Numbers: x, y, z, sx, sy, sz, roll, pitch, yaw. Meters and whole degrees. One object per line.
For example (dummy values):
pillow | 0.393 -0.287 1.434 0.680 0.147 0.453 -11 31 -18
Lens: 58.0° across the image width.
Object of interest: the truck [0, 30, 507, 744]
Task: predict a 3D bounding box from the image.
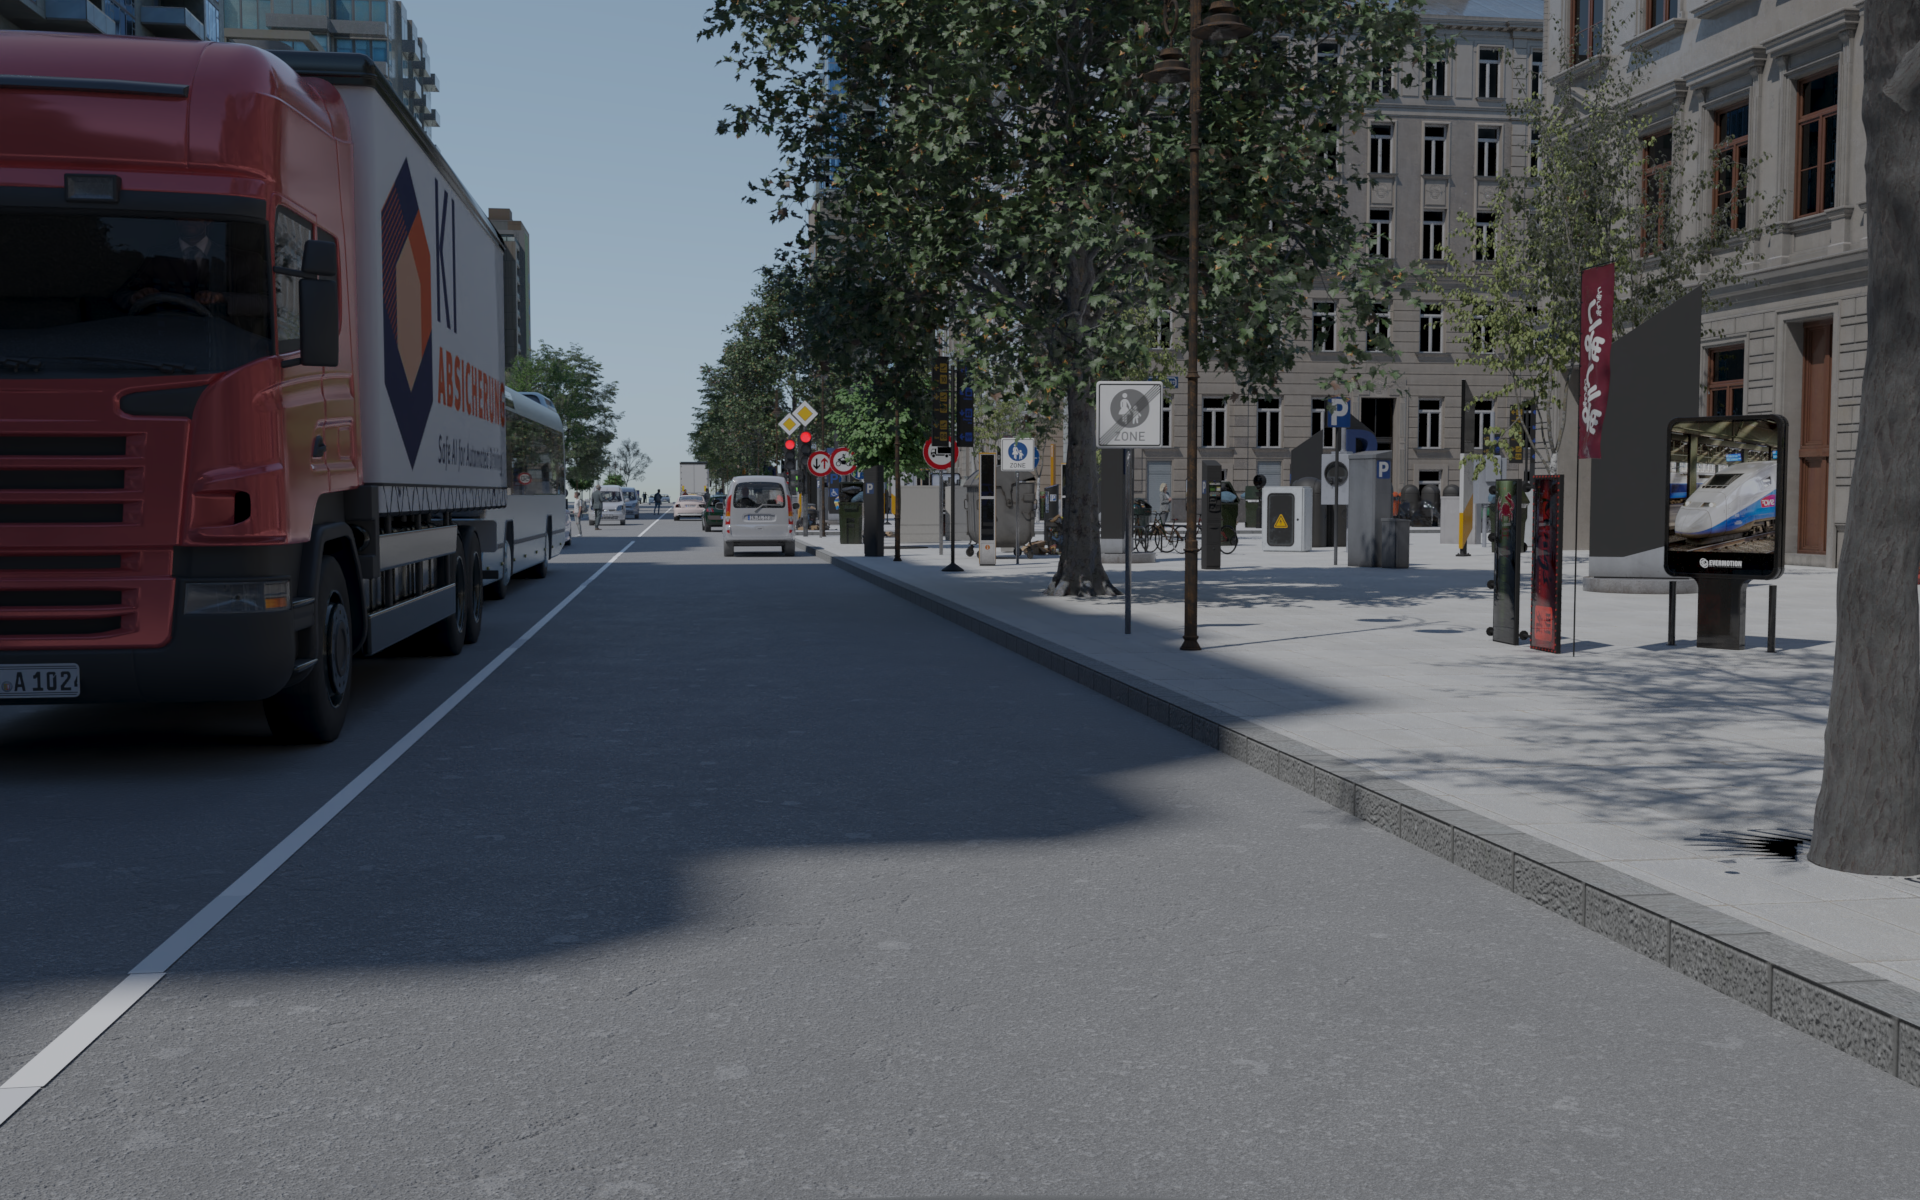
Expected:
truck | -5.277 -1.482 13.144 2.839 4.237 11.283 -1 4 -9

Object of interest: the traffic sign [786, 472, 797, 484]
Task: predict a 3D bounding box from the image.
traffic sign | -9.458 -5.928 97.021 0.768 2.556 0.104 -1 4 -9

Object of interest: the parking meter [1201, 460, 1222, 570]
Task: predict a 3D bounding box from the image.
parking meter | 4.279 -1.454 29.484 0.255 1.863 0.399 -1 4 -9

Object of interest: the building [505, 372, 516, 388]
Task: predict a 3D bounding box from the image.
building | -76.400 -24.060 238.415 27.650 21.520 28.899 -1 4 -9

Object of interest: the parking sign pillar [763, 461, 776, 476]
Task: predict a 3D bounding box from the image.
parking sign pillar | -13.146 -8.039 119.916 1.447 3.967 1.447 1 4 20

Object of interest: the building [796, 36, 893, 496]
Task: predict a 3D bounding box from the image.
building | -14.923 -59.087 278.735 22.319 86.520 31.000 -1 4 -9

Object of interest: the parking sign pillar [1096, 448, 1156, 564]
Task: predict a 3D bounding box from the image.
parking sign pillar | 2.963 -2.691 32.467 1.447 3.967 1.447 1 4 15

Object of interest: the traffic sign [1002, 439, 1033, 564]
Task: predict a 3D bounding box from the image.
traffic sign | 1.056 -1.812 31.752 0.606 2.300 0.079 0 4 0

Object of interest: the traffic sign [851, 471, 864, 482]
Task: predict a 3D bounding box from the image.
traffic sign | -3.463 -3.688 60.409 0.768 2.556 0.104 0 4 -2

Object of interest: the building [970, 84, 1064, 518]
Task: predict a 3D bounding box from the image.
building | 8.355 -19.469 104.229 13.634 28.700 20.117 -1 4 -9

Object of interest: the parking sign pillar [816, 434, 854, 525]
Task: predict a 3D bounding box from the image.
parking sign pillar | -5.307 -5.147 72.624 1.447 3.967 1.447 0 4 -7

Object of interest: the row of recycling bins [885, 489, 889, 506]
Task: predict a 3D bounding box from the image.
row of recycling bins | -3.994 -6.873 119.491 3.534 1.692 1.069 1 4 13

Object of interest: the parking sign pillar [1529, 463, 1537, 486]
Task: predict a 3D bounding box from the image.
parking sign pillar | 38.678 -7.744 115.087 1.447 3.967 1.447 -2 4 -29

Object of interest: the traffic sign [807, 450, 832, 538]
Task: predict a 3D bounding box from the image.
traffic sign | -4.079 -3.093 50.683 0.768 2.556 0.104 -1 4 -8

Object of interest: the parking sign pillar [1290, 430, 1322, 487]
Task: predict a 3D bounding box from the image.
parking sign pillar | 14.411 -5.117 72.140 1.447 3.967 1.447 0 4 2

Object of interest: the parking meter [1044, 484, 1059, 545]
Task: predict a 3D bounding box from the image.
parking meter | 2.286 -2.136 43.340 0.372 1.533 0.369 0 3 0

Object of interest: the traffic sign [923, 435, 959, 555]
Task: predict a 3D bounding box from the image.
traffic sign | -0.397 -2.222 36.442 0.768 2.556 0.104 0 4 -4

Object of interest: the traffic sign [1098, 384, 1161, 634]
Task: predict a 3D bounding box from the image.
traffic sign | 1.539 -0.837 15.813 0.606 2.300 0.079 0 4 -4

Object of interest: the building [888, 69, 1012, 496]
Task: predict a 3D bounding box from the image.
building | 3.085 -43.977 157.282 20.563 71.187 20.611 -1 4 -9

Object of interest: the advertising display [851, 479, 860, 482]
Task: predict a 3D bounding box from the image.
advertising display | -4.300 -4.342 76.211 0.974 1.923 0.123 1 4 18

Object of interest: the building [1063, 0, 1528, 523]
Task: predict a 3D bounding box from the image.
building | 18.036 -17.490 83.229 25.104 27.353 12.463 -1 4 -9

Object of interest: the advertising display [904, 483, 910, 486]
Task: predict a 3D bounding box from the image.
advertising display | -3.415 -6.613 113.341 0.123 1.923 0.974 1 4 20

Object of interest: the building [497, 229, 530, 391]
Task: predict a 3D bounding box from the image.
building | -72.435 -35.264 260.152 14.154 41.232 14.086 -1 4 -9

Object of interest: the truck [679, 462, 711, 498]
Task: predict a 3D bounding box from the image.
truck | -23.744 -10.174 155.265 2.839 4.237 11.283 0 4 -8

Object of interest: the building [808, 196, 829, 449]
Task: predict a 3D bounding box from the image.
building | -14.933 -37.073 256.257 14.600 45.320 14.200 -1 4 -9

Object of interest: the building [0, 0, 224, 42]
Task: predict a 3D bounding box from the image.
building | -47.525 -46.953 80.361 22.319 86.520 31.000 -1 4 -9

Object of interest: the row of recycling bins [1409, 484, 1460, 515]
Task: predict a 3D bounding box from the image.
row of recycling bins | 20.411 -4.048 73.297 3.534 1.692 1.069 2 4 26

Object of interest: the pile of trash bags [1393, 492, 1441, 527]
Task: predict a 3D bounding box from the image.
pile of trash bags | 17.386 -3.519 67.292 1.912 1.369 3.447 3 4 36

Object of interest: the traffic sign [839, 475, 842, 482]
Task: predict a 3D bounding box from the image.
traffic sign | -7.390 -6.274 102.687 0.768 2.556 0.104 0 4 -1

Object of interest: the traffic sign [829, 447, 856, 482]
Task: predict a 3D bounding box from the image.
traffic sign | -3.149 -2.864 46.931 0.768 2.556 0.104 0 4 -1

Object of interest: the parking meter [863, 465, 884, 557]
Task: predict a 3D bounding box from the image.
parking meter | -1.771 -1.822 35.504 0.399 1.863 0.255 3 5 41

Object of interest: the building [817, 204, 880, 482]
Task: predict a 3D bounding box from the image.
building | -13.002 -34.177 242.395 14.154 41.232 14.086 -1 4 -9

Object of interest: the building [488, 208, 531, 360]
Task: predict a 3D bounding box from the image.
building | -75.495 -38.148 273.837 14.600 45.320 14.200 -1 4 -9

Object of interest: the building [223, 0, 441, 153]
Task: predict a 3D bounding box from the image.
building | -62.290 -33.443 166.399 23.786 49.044 30.456 -1 4 -9

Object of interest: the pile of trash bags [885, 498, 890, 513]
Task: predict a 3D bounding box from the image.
pile of trash bags | -6.469 -6.416 114.651 3.447 1.369 1.912 -1 4 -21

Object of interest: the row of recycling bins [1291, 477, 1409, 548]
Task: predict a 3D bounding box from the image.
row of recycling bins | 9.463 -2.170 42.597 3.534 1.692 1.069 -3 5 -40

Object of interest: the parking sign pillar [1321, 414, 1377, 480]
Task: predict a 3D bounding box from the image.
parking sign pillar | 12.025 -3.903 52.292 1.447 3.967 1.447 -1 4 -21

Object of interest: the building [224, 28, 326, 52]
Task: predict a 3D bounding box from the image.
building | -62.350 -27.356 139.151 32.217 40.220 23.993 -1 4 -9

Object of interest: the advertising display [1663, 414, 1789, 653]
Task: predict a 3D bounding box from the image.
advertising display | 6.305 -0.556 14.301 0.123 1.923 0.974 -3 5 -39

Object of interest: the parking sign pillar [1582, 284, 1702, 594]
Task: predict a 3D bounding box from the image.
parking sign pillar | 8.976 -2.095 22.719 1.447 3.967 1.447 1 4 21

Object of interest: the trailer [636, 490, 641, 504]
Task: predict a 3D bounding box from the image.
trailer | -45.899 -14.581 245.447 1.471 1.999 3.904 -1 4 -11

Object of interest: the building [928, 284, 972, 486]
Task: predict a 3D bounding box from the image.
building | 5.823 -20.704 125.900 14.401 28.519 23.554 -1 4 -9

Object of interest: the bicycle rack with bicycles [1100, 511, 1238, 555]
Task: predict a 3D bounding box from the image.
bicycle rack with bicycles | 4.172 -1.456 37.188 2.852 0.926 2.925 -2 4 -30

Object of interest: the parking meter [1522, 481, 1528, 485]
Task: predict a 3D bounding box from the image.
parking meter | 24.771 -4.306 76.118 0.255 1.863 0.399 0 4 0

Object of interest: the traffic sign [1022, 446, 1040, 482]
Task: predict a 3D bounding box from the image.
traffic sign | 1.536 -2.555 41.876 0.768 2.556 0.104 0 4 0

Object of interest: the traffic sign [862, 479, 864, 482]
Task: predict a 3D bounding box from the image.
traffic sign | -3.565 -3.978 67.162 0.606 2.300 0.079 0 4 -1

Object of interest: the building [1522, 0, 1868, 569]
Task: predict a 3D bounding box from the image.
building | 19.853 -11.904 30.781 11.583 22.565 21.152 -1 4 -9

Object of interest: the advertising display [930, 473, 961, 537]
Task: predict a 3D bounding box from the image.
advertising display | -0.451 -2.879 52.278 0.974 1.923 0.123 -2 4 -24

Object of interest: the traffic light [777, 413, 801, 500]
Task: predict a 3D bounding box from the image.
traffic light | -5.912 -4.343 59.923 0.839 4.253 0.868 -1 4 -9

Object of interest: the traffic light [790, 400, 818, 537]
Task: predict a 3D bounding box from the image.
traffic light | -4.668 -3.860 52.035 0.839 4.253 0.868 -1 4 -9
